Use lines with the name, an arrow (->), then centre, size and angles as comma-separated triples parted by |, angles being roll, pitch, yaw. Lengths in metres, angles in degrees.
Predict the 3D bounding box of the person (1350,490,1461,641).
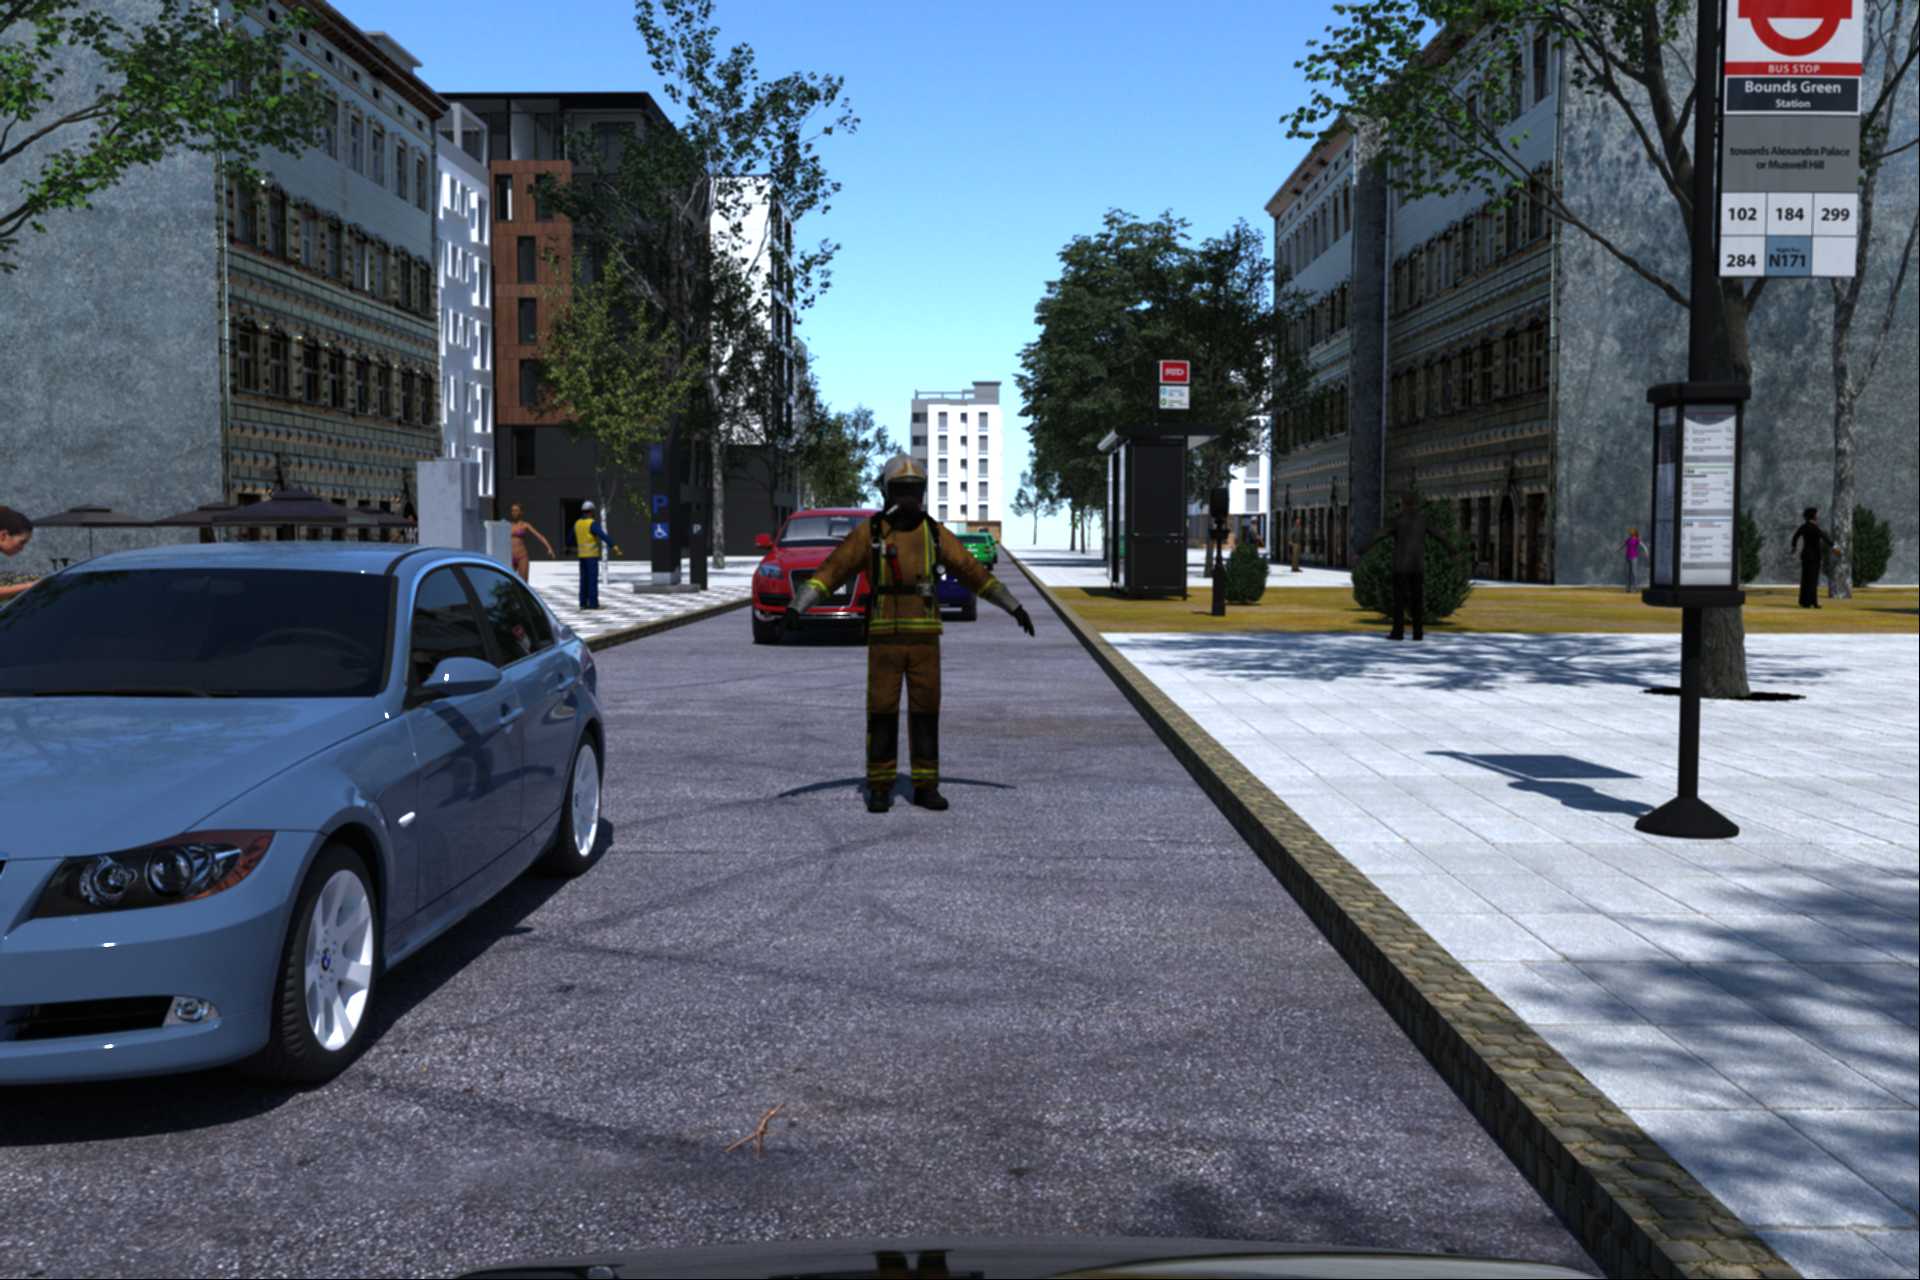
person -> 5.403, -0.901, 20.913 | 1.348, 1.807, 0.705 | 0, 4, -2

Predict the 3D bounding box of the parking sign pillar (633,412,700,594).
parking sign pillar -> -6.400, -3.010, 37.678 | 1.447, 3.967, 1.447 | 0, 4, 1

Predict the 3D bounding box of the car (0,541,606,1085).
car -> -2.462, 0.363, 6.071 | 2.014, 1.417, 4.499 | 0, 4, 1

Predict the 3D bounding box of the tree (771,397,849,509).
tree -> -7.386, -8.644, 91.689 | 4.360, 8.622, 3.978 | 0, 3, 0

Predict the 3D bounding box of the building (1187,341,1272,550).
building -> 25.264, -18.324, 156.016 | 16.016, 20.090, 11.380 | 0, 4, 1

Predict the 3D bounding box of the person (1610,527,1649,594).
person -> 14.484, -1.723, 37.443 | 0.599, 1.433, 0.991 | -2, 4, -29

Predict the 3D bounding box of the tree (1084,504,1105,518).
tree -> 18.890, -17.476, 220.143 | 7.601, 10.594, 8.767 | 0, 4, -4

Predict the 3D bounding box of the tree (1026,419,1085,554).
tree -> 8.194, -10.964, 113.679 | 8.767, 10.594, 7.601 | 1, 4, 14

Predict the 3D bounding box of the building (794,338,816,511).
building -> -22.920, -17.659, 155.188 | 16.747, 18.905, 31.486 | 0, 4, 1

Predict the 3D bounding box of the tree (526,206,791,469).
tree -> -8.803, -7.088, 50.302 | 8.767, 10.594, 7.601 | 0, 4, 6

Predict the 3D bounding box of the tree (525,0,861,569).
tree -> -9.884, -12.583, 61.619 | 12.611, 20.169, 13.585 | 0, 3, 0

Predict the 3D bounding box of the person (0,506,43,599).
person -> -5.459, -0.015, 9.473 | 0.628, 1.438, 0.799 | 3, 4, 37

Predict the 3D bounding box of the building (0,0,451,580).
building -> -27.716, -13.538, 52.275 | 19.493, 23.208, 18.063 | 0, 4, 0

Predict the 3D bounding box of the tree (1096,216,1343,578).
tree -> 7.600, -7.093, 50.380 | 7.601, 10.594, 8.767 | -1, 4, -14

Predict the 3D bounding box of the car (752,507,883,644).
car -> -1.643, -0.957, 24.316 | 2.281, 1.827, 5.304 | 0, 4, 1

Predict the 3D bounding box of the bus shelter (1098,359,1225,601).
bus shelter -> 4.149, -3.657, 37.429 | 2.179, 5.291, 8.768 | 0, 4, 1

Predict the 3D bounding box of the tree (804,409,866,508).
tree -> -7.690, -9.334, 102.965 | 4.737, 8.622, 4.395 | 0, 3, 0

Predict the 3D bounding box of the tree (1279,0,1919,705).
tree -> 5.967, -5.363, 13.448 | 9.928, 11.665, 9.643 | 0, 3, 0

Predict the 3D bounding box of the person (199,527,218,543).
person -> -17.240, -2.058, 39.791 | 0.704, 1.812, 1.346 | -2, 4, -35

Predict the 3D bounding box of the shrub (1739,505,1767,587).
shrub -> 18.678, -2.325, 42.051 | 1.661, 2.075, 1.752 | 0, 3, 0

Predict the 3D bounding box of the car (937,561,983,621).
car -> -0.564, -1.058, 29.880 | 1.945, 1.354, 3.894 | 0, 4, 0

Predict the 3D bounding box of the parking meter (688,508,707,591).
parking meter -> -5.953, -2.054, 39.302 | 0.399, 1.863, 0.255 | 0, 4, 3

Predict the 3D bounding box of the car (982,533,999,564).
car -> 0.965, -4.677, 85.269 | 1.959, 1.807, 4.718 | 0, 4, 1

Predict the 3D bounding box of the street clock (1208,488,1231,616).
street clock -> 4.042, -1.373, 27.017 | 0.358, 2.002, 0.471 | 0, 4, 1

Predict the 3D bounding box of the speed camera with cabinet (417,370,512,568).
speed camera with cabinet -> -6.201, -1.675, 21.727 | 0.660, 3.252, 2.038 | 0, 4, 2

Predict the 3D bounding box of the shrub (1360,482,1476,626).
shrub -> 6.480, -1.229, 24.519 | 1.690, 2.028, 1.600 | 0, 3, 0

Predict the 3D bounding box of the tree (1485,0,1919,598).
tree -> 16.699, -10.836, 33.064 | 12.611, 20.169, 13.585 | 0, 3, 0

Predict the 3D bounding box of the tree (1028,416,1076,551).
tree -> 8.475, -12.391, 128.352 | 9.928, 11.665, 9.643 | 0, 3, 0

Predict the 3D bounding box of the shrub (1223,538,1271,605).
shrub -> 5.117, -1.231, 31.239 | 1.383, 1.207, 1.383 | 0, 3, 0

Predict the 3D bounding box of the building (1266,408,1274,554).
building -> 23.608, -9.438, 96.454 | 9.099, 9.664, 28.070 | 0, 4, 1

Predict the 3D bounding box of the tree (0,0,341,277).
tree -> -9.228, -5.467, 15.139 | 9.928, 11.665, 9.643 | 0, 3, 0

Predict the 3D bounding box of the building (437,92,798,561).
building -> -24.734, -15.466, 96.841 | 27.936, 21.610, 32.646 | 0, 4, 1

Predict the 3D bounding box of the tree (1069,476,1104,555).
tree -> 8.070, -9.568, 106.798 | 4.737, 8.622, 4.395 | 0, 3, 0

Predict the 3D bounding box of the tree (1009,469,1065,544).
tree -> 9.647, -17.208, 215.757 | 7.601, 10.594, 8.767 | 0, 4, -6

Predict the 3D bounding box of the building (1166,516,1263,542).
building -> 26.567, -14.658, 181.808 | 9.099, 9.664, 28.070 | 0, 4, 1

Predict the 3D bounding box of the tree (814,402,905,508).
tree -> -6.895, -11.418, 121.099 | 8.767, 10.594, 7.601 | 1, 4, 22

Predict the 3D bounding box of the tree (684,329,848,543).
tree -> -8.263, -8.582, 74.726 | 7.601, 10.594, 8.767 | 0, 4, 5

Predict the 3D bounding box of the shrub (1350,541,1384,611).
shrub -> 6.974, -1.082, 28.812 | 1.383, 1.207, 1.383 | 0, 3, 0

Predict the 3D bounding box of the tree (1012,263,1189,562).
tree -> 6.987, -10.585, 79.720 | 9.857, 13.997, 8.962 | 0, 3, 0

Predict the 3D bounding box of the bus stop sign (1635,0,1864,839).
bus stop sign -> 3.361, -1.141, 7.362 | 0.855, 3.939, 0.416 | 0, 4, 1

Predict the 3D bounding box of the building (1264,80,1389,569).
building -> 23.589, -14.684, 71.013 | 19.493, 23.208, 18.063 | 0, 4, 1

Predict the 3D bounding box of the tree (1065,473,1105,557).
tree -> 8.293, -9.000, 97.512 | 4.360, 8.622, 3.978 | 0, 3, 0

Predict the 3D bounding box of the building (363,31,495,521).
building -> -26.733, -12.863, 66.737 | 16.016, 20.090, 11.380 | 0, 4, 2

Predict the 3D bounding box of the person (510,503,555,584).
person -> -6.458, -1.123, 25.167 | 1.217, 1.733, 0.721 | 0, 4, 8

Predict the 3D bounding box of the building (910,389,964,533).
building -> -5.923, -22.001, 218.588 | 11.380, 20.090, 16.016 | 0, 4, 3

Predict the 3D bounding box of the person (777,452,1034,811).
person -> -0.287, -0.047, 9.001 | 1.354, 1.858, 0.705 | -1, 4, -14

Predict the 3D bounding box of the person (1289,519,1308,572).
person -> 11.407, -3.203, 58.643 | 0.705, 1.796, 1.348 | 3, 4, 36

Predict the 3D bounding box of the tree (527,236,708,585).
tree -> -8.747, -5.686, 43.331 | 4.737, 8.622, 4.395 | 0, 3, 0

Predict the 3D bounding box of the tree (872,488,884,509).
tree -> -8.298, -16.179, 214.884 | 4.360, 8.622, 3.978 | 0, 3, 0

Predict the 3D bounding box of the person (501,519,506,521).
person -> -15.986, -3.339, 60.713 | 1.347, 1.817, 0.704 | 0, 4, 0

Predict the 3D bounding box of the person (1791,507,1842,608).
person -> 14.824, -1.427, 30.048 | 0.721, 1.740, 1.216 | -1, 4, -11

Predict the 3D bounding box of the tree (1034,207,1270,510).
tree -> 7.268, -9.786, 66.656 | 9.857, 13.997, 8.962 | 0, 3, 0

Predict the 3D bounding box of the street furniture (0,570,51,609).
street furniture -> -17.749, -1.354, 28.995 | 9.812, 1.723, 11.010 | -1, 4, -17

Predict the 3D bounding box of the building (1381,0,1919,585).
building -> 24.135, -13.501, 51.665 | 19.493, 23.208, 18.063 | 0, 4, 0

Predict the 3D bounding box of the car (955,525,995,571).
car -> 0.430, -3.665, 68.721 | 1.959, 1.807, 4.718 | 0, 4, 1

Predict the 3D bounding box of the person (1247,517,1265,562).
person -> 9.501, -3.061, 55.897 | 0.705, 1.847, 1.347 | -1, 4, -11

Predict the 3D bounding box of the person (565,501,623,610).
person -> -6.243, -1.423, 29.241 | 1.349, 1.833, 0.705 | 3, 4, 36

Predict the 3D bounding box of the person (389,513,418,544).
person -> -14.478, -2.422, 45.737 | 1.345, 1.843, 0.704 | 0, 4, 3

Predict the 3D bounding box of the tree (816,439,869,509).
tree -> -16.427, -18.823, 214.417 | 9.857, 13.997, 8.962 | 0, 3, 0

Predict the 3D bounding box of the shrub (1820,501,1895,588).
shrub -> 21.605, -2.309, 41.799 | 1.661, 2.075, 1.752 | 0, 3, 0
